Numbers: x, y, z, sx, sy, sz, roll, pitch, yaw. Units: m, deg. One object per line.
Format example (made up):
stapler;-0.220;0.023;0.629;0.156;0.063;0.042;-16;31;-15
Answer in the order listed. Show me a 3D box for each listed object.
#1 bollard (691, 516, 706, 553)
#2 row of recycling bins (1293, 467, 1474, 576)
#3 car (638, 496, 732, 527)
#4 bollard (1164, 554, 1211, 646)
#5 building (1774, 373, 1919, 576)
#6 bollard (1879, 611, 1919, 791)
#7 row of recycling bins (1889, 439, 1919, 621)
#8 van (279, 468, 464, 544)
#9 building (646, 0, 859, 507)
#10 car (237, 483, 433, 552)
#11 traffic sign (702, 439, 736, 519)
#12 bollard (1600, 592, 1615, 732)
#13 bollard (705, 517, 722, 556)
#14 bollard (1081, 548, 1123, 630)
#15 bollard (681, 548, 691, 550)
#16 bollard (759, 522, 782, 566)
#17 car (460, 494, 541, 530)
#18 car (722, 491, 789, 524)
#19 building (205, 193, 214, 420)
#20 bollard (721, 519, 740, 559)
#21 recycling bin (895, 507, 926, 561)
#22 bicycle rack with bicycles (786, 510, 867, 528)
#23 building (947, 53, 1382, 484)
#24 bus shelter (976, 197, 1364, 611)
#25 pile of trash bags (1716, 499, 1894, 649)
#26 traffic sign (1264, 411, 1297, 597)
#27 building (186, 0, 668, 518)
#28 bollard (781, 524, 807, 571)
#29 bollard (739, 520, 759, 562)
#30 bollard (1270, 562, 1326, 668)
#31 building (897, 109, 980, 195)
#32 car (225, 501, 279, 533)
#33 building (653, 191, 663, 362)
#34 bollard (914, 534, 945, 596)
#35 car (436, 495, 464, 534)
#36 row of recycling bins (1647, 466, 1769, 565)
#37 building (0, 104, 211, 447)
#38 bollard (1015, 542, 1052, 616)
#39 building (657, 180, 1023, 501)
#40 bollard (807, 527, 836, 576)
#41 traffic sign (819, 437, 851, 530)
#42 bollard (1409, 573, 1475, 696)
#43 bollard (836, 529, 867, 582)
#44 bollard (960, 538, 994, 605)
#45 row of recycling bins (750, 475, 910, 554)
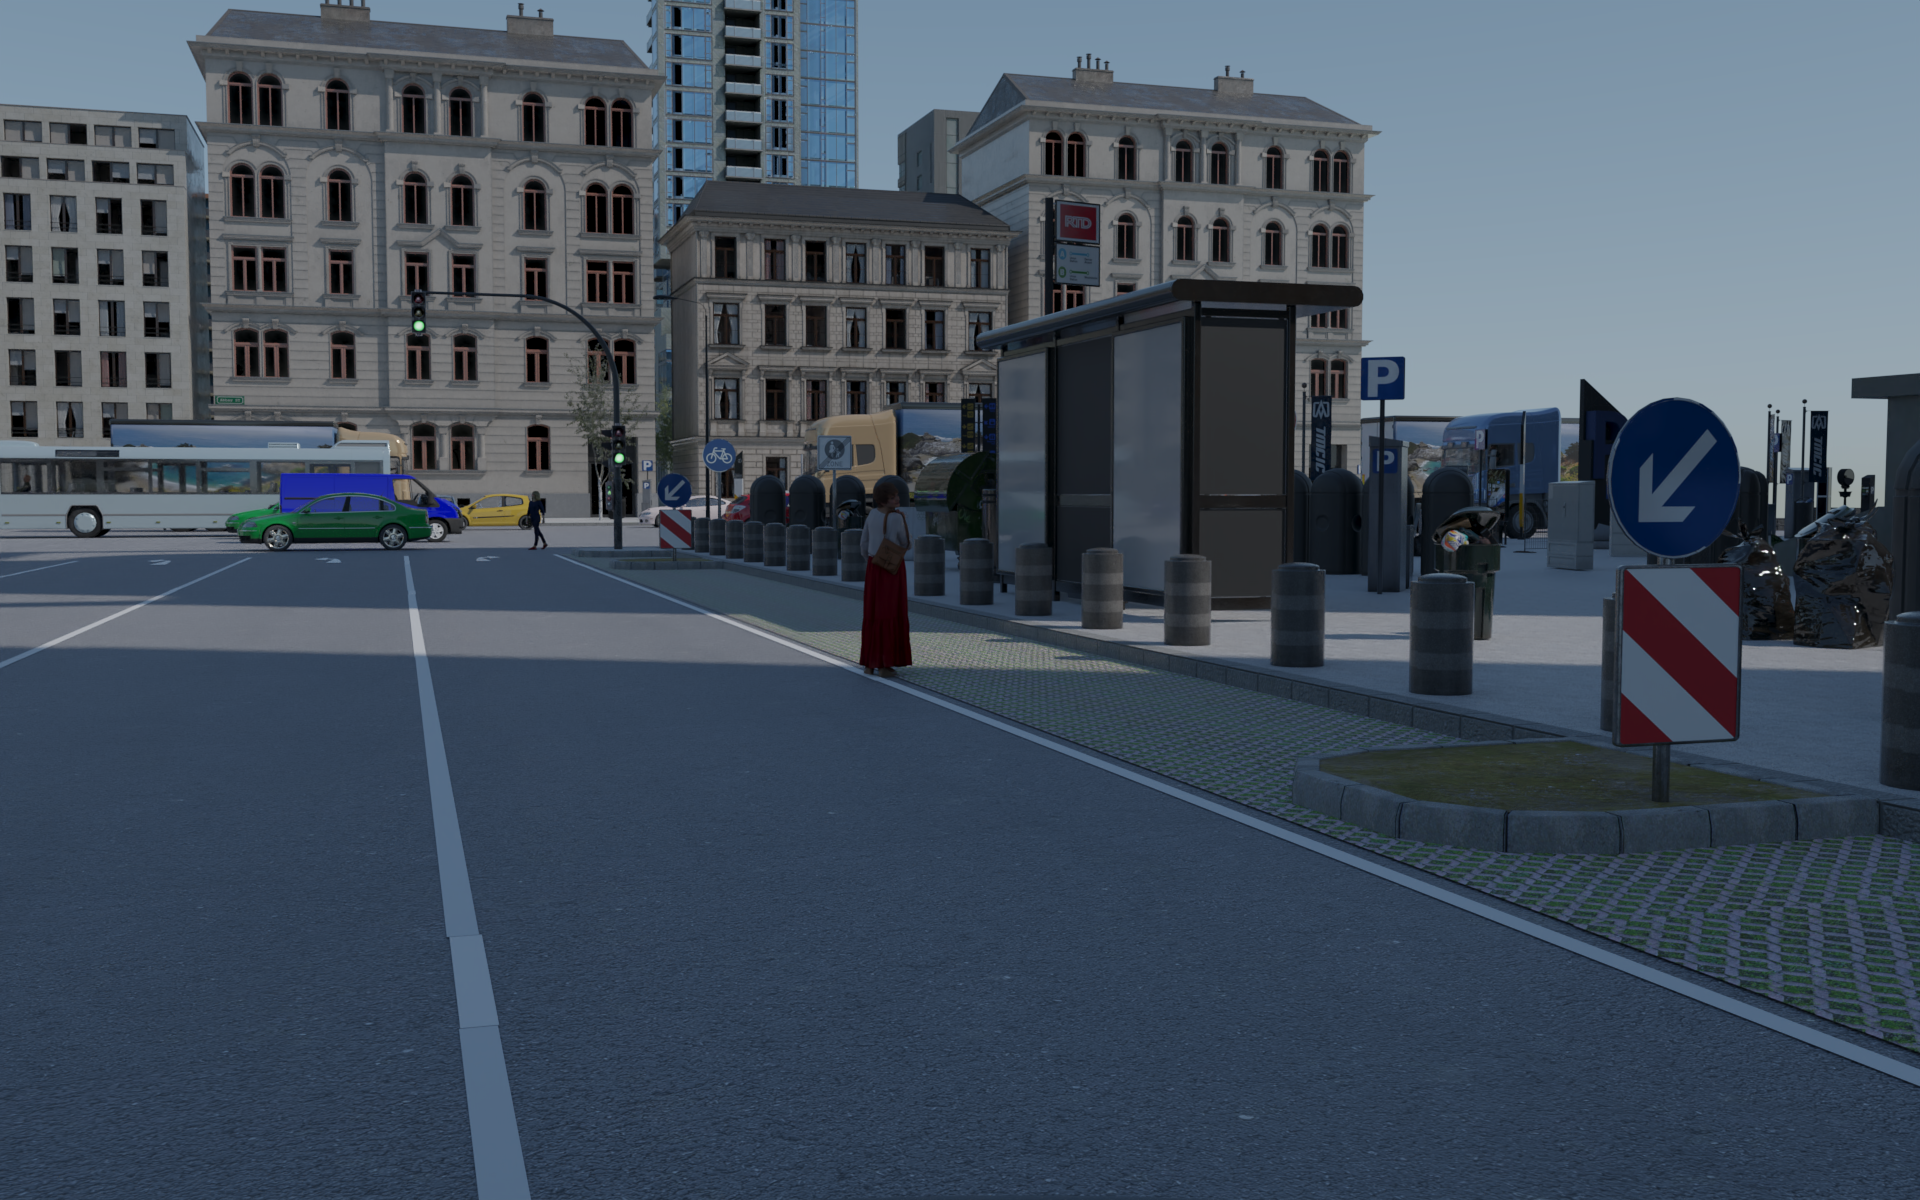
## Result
bollard;-5.629;-1.427;38.047;0.404;0.777;0.398;0;3;0
row of recycling bins;6.456;-1.251;27.573;3.534;1.692;1.069;3;4;38
car;-11.439;-3.810;74.657;4.827;1.381;2.083;-1;4;-18
bollard;1.939;-0.003;14.764;0.404;0.777;0.398;0;3;0
building;30.293;-20.342;24.477;32.217;40.220;23.993;-1;4;-18
bollard;4.270;0.435;7.600;0.404;0.777;0.398;0;3;0
row of recycling bins;6.489;-0.089;8.569;1.069;1.692;3.534;-3;5;-42
van;-17.442;-2.872;51.342;5.245;2.365;2.240;-1;4;-19
building;-22.165;-52.416;169.675;22.319;86.520;31.000;-1;4;-18
car;-15.951;-2.171;44.299;4.718;1.807;1.959;-1;4;-20
traffic sign;-5.537;-2.432;39.864;0.768;2.556;0.104;-1;4;-10
bollard;3.690;0.326;9.389;0.404;0.777;0.398;0;3;0
bollard;-5.049;-1.317;36.258;0.404;0.777;0.398;0;3;0
bollard;1.360;-0.113;16.558;0.404;0.777;0.398;0;3;0
bollard;-6.215;-1.537;39.854;0.404;0.777;0.398;0;3;0
bollard;-3.301;-0.989;30.889;0.404;0.777;0.398;0;3;0
car;-18.782;-3.608;69.219;3.980;1.641;2.015;-1;4;-17
car;-5.449;-2.885;56.208;4.494;1.783;2.155;-1;4;-18
building;-113.798;-35.851;240.790;28.867;44.769;22.147;-1;4;-18
bollard;-4.464;-1.208;34.467;0.404;0.777;0.398;0;3;0
recycling bin;-0.828;-1.279;33.473;0.722;1.027;0.722;1;4;11
bicycle rack with bicycles;-3.039;-1.626;39.974;2.925;0.926;2.852;-3;4;-36
building;12.585;-19.713;109.703;23.554;28.519;14.401;-1;4;-18
bus shelter;1.726;-2.668;21.258;2.179;5.291;8.768;-1;4;-18
pile of trash bags;8.487;-0.344;15.376;3.447;1.369;1.912;-1;4;-10
traffic sign;3.677;-1.274;20.933;0.768;2.556;0.104;-1;4;-9
building;-28.887;-18.857;95.694;23.554;28.519;14.401;-1;4;-18
bollard;-2.716;-0.879;29.091;0.404;0.777;0.398;0;3;0
bollard;-3.885;-1.098;32.677;0.404;0.777;0.398;0;3;0
bollard;2.530;0.107;12.971;0.404;0.777;0.398;0;3;0
building;1.743;-30.905;188.894;14.086;41.232;14.154;-1;4;-18
car;-21.222;-2.888;56.010;4.718;1.807;1.959;-1;4;-16
building;-58.316;-39.137;259.497;30.456;49.044;23.786;-1;4;-18
bollard;-0.385;-0.441;21.929;0.404;0.777;0.398;0;3;0
car;-19.081;-3.125;63.091;2.014;1.417;4.499;-1;4;-17
row of recycling bins;10.706;-1.071;24.625;1.069;1.692;3.534;3;4;39
building;-47.889;-14.278;88.194;16.860;20.320;10.420;-1;4;-18
bollard;0.780;-0.222;18.347;0.404;0.777;0.398;0;3;0
building;-7.211;-14.478;101.335;19.286;19.102;10.561;-1;4;-18
bollard;-2.129;-0.769;27.296;0.404;0.777;0.398;0;3;0
traffic sign;-2.196;-1.722;30.285;0.606;2.300;0.079;-1;4;-16
bollard;3.110;0.216;11.182;0.404;0.777;0.398;0;3;0
bollard;-1.550;-0.660;25.506;0.404;0.777;0.398;0;3;0
bollard;0.194;-0.332;20.140;0.404;0.777;0.398;0;3;0
row of recycling bins;-2.813;-1.847;37.307;3.534;1.692;1.069;0;4;7
